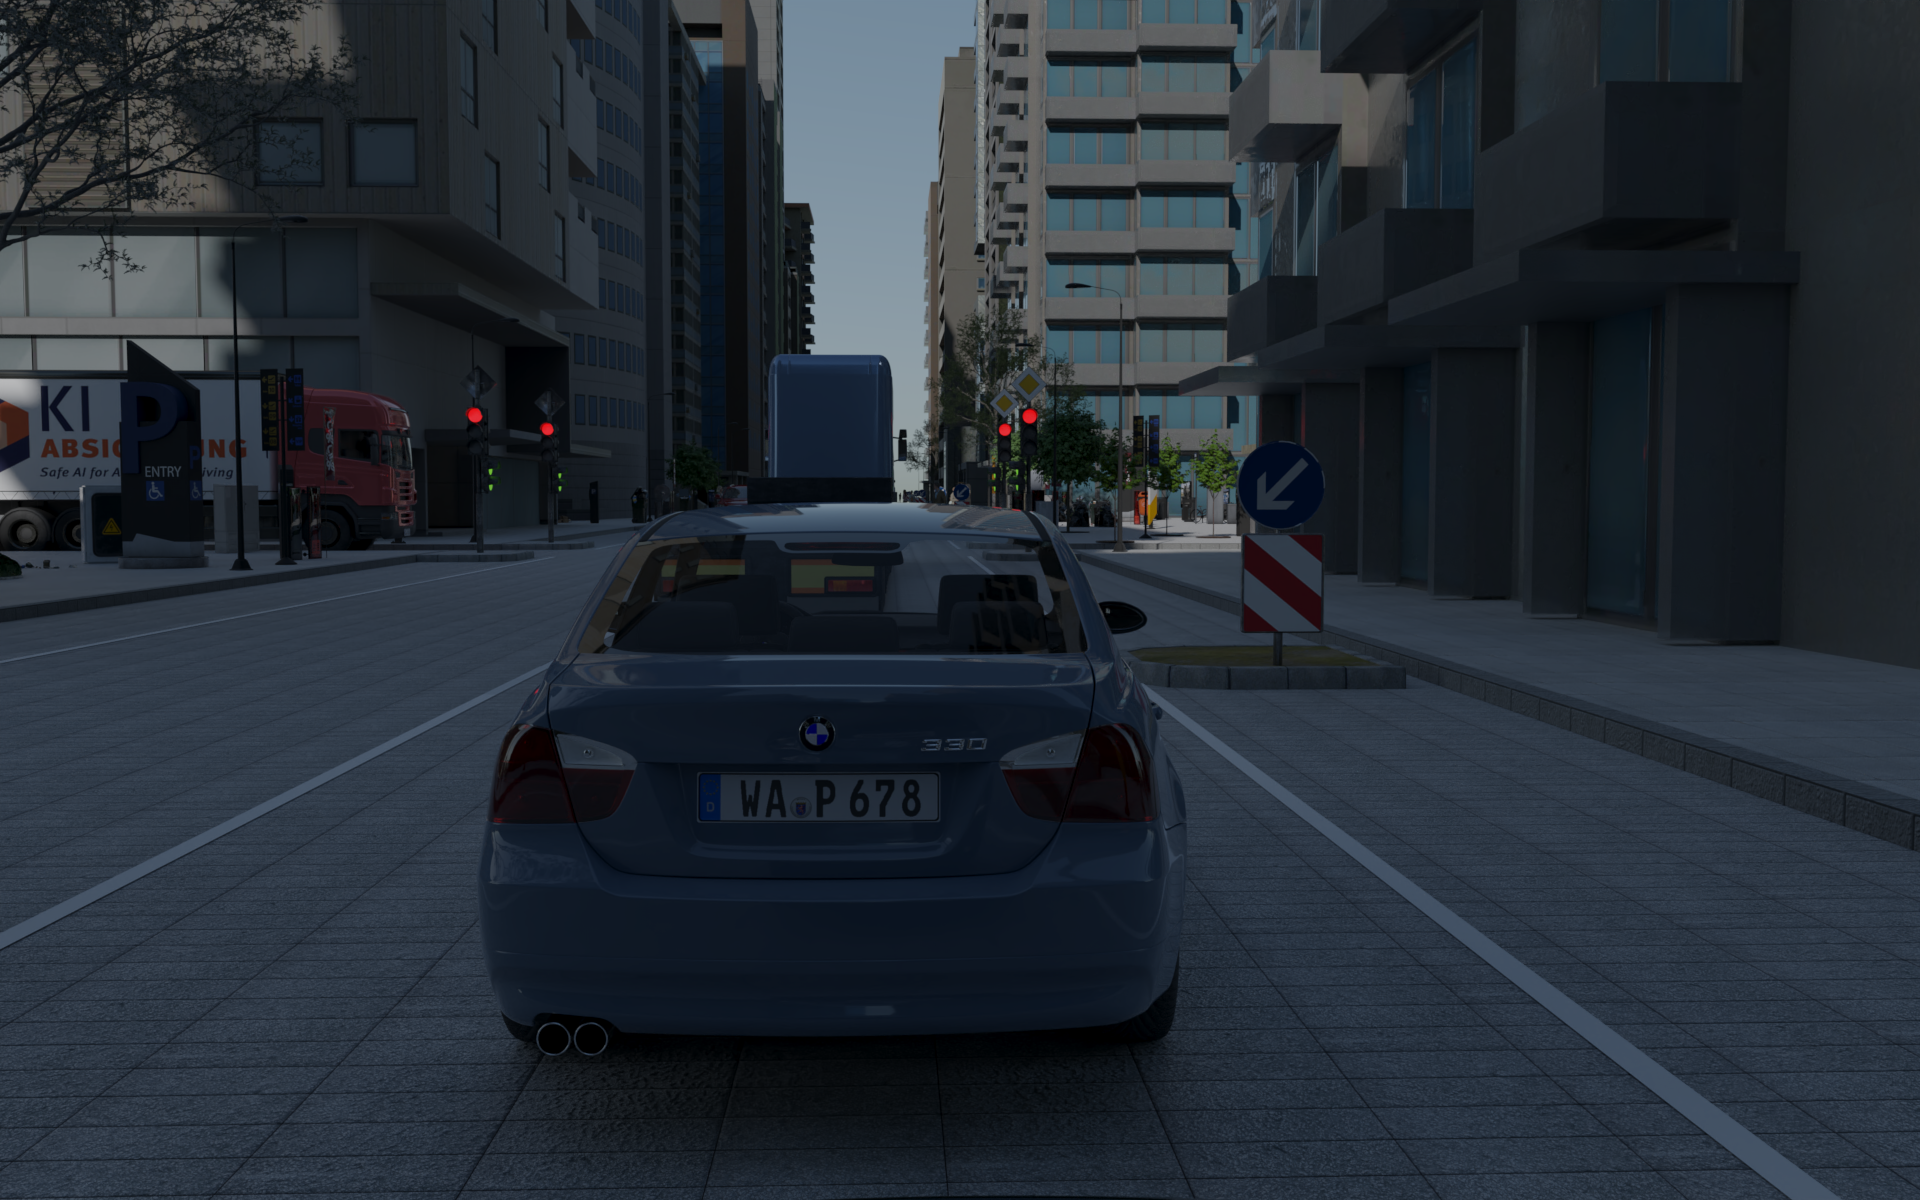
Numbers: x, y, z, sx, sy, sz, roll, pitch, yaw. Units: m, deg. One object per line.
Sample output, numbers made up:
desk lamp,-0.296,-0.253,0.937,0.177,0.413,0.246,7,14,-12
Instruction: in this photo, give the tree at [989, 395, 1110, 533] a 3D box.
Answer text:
tree,3.677,-4.514,57.521,4.285,4.588,4.351,0,3,0

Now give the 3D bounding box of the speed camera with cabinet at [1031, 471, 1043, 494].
speed camera with cabinet,2.896,-4.421,66.617,0.660,3.252,2.038,0,4,5

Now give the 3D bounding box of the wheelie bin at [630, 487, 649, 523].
wheelie bin,-14.026,-4.161,75.937,0.693,1.594,0.980,0,4,4

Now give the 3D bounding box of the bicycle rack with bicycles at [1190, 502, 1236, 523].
bicycle rack with bicycles,12.039,-3.877,76.764,2.852,0.926,2.925,-3,5,-41

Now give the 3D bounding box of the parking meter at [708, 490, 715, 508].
parking meter,-14.724,-5.767,102.704,0.372,1.533,0.369,0,3,0

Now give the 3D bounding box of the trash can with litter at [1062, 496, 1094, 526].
trash can with litter,4.986,-3.649,70.718,1.678,1.210,2.233,0,4,3

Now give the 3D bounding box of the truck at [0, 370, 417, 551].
truck,-17.978,-3.151,40.433,11.283,4.237,2.839,0,4,-4

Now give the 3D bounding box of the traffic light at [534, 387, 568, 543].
traffic light,-10.790,-3.471,45.673,0.839,4.253,0.868,0,4,-2

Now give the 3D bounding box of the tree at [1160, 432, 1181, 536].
tree,6.443,-3.572,53.000,1.663,3.219,1.824,0,3,0

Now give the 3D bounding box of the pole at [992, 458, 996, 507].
pole,1.819,-6.040,92.589,0.158,3.312,0.155,0,3,0

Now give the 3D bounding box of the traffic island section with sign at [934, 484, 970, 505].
traffic island section with sign,-0.074,-3.672,68.659,1.989,1.847,2.006,0,4,-2

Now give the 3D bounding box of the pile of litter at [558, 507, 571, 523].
pile of litter,-17.895,-3.879,77.380,1.176,0.858,1.719,2,4,27

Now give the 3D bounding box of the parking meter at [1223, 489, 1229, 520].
parking meter,13.015,-4.688,85.061,0.372,1.533,0.369,0,3,0

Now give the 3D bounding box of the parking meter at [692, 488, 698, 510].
parking meter,-17.122,-6.487,111.768,0.255,1.863,0.399,-3,4,-37

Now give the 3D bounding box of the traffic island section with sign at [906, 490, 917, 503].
traffic island section with sign,-3.293,-8.362,145.345,1.989,1.847,2.006,0,4,-2

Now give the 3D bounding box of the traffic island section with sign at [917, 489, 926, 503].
traffic island section with sign,-1.220,-5.350,96.103,1.989,1.847,2.006,0,4,-2

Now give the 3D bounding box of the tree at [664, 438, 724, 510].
tree,-15.434,-7.136,100.390,4.285,4.588,4.351,0,3,0

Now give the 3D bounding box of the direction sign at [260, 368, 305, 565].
direction sign,-12.237,-2.407,31.346,0.876,3.537,0.379,1,4,15

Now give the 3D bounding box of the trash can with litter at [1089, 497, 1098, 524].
trash can with litter,6.033,-3.822,73.881,1.055,1.170,0.624,0,4,-1

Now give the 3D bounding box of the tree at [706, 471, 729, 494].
tree,-16.648,-7.476,116.833,1.663,3.219,1.824,0,3,0

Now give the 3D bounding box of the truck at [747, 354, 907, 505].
truck,-2.323,-2.316,27.627,2.967,4.110,18.799,0,4,-2

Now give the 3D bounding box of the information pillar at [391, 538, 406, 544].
information pillar,-14.480,-3.266,44.750,0.504,3.616,0.183,1,4,22

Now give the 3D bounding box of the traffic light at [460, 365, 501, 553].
traffic light,-10.455,-2.983,37.695,0.839,4.253,0.868,0,4,-2

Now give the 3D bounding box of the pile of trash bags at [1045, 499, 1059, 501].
pile of trash bags,3.731,-4.311,80.244,1.912,1.369,3.447,-1,4,-18

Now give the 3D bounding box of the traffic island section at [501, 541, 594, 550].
traffic island section,-10.831,-1.439,45.806,2.009,0.180,2.903,0,4,-2

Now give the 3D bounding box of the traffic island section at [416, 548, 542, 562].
traffic island section,-10.495,-0.951,37.828,2.009,0.180,2.903,0,4,-2

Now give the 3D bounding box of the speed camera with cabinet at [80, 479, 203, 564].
speed camera with cabinet,-15.320,-2.329,32.415,2.038,3.252,0.660,-2,4,-32

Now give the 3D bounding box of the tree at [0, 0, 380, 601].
tree,-12.204,-6.708,20.042,12.009,13.543,11.850,0,3,0

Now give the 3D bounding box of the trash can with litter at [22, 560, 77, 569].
trash can with litter,-16.341,-1.131,29.544,2.233,1.210,1.678,-2,4,-24

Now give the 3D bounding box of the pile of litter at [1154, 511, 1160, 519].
pile of litter,9.598,-4.543,88.235,1.719,0.858,1.176,-3,4,-37

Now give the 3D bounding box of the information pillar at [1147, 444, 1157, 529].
information pillar,7.015,-4.390,63.139,0.183,3.616,0.504,3,4,38

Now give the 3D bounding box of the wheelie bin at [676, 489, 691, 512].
wheelie bin,-18.240,-6.500,114.184,0.980,1.594,0.693,-1,4,-14

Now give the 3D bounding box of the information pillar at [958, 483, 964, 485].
information pillar,0.067,-6.504,110.832,0.304,2.012,0.304,2,4,33

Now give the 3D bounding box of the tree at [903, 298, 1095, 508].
tree,2.278,-9.010,81.724,8.767,10.594,7.601,1,4,11

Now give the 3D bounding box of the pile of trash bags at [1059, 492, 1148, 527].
pile of trash bags,5.808,-3.532,67.505,3.447,1.369,1.912,1,4,11

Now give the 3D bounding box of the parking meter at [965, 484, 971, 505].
parking meter,0.458,-5.750,99.726,0.255,1.863,0.399,-1,4,-10

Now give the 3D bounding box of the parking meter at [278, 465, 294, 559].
parking meter,-13.285,-1.741,34.173,0.255,1.863,0.399,-2,4,-29

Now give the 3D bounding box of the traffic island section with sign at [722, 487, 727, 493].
traffic island section with sign,-12.929,-5.318,95.583,1.989,1.847,2.006,0,4,-2

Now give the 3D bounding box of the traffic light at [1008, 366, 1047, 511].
traffic light,1.495,-3.015,38.211,0.839,4.253,0.868,0,4,-2

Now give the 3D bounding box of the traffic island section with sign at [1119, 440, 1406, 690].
traffic island section with sign,2.247,-0.306,13.630,1.989,1.847,2.006,0,4,-2

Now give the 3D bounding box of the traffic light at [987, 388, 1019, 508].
traffic light,1.160,-3.503,46.189,0.839,4.253,0.868,0,4,-2

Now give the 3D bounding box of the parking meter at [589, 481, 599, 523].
parking meter,-16.003,-4.282,75.717,0.399,1.863,0.255,0,4,-1

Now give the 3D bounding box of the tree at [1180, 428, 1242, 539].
tree,7.517,-3.411,50.374,1.663,3.219,1.824,0,3,0

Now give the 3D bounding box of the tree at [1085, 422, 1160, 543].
tree,3.968,-3.106,45.388,1.663,3.219,1.824,0,3,0

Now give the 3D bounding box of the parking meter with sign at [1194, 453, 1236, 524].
parking meter with sign,10.901,-4.748,73.893,1.738,3.016,0.543,0,4,-1

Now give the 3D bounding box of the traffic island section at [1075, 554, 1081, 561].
traffic island section,1.536,-0.981,38.327,2.009,0.180,2.903,0,4,-2

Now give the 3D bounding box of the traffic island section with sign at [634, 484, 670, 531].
traffic island section with sign,-11.796,-3.671,68.652,1.989,1.847,2.006,0,4,-2

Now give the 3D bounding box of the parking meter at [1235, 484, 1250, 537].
parking meter,8.550,-2.852,52.335,0.399,1.863,0.255,-1,4,-19

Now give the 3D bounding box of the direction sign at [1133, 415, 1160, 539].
direction sign,5.352,-3.538,49.844,0.876,3.537,0.379,3,4,38

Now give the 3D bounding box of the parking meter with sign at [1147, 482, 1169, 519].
parking meter with sign,9.969,-5.727,89.899,1.738,3.016,0.543,-1,4,-15
